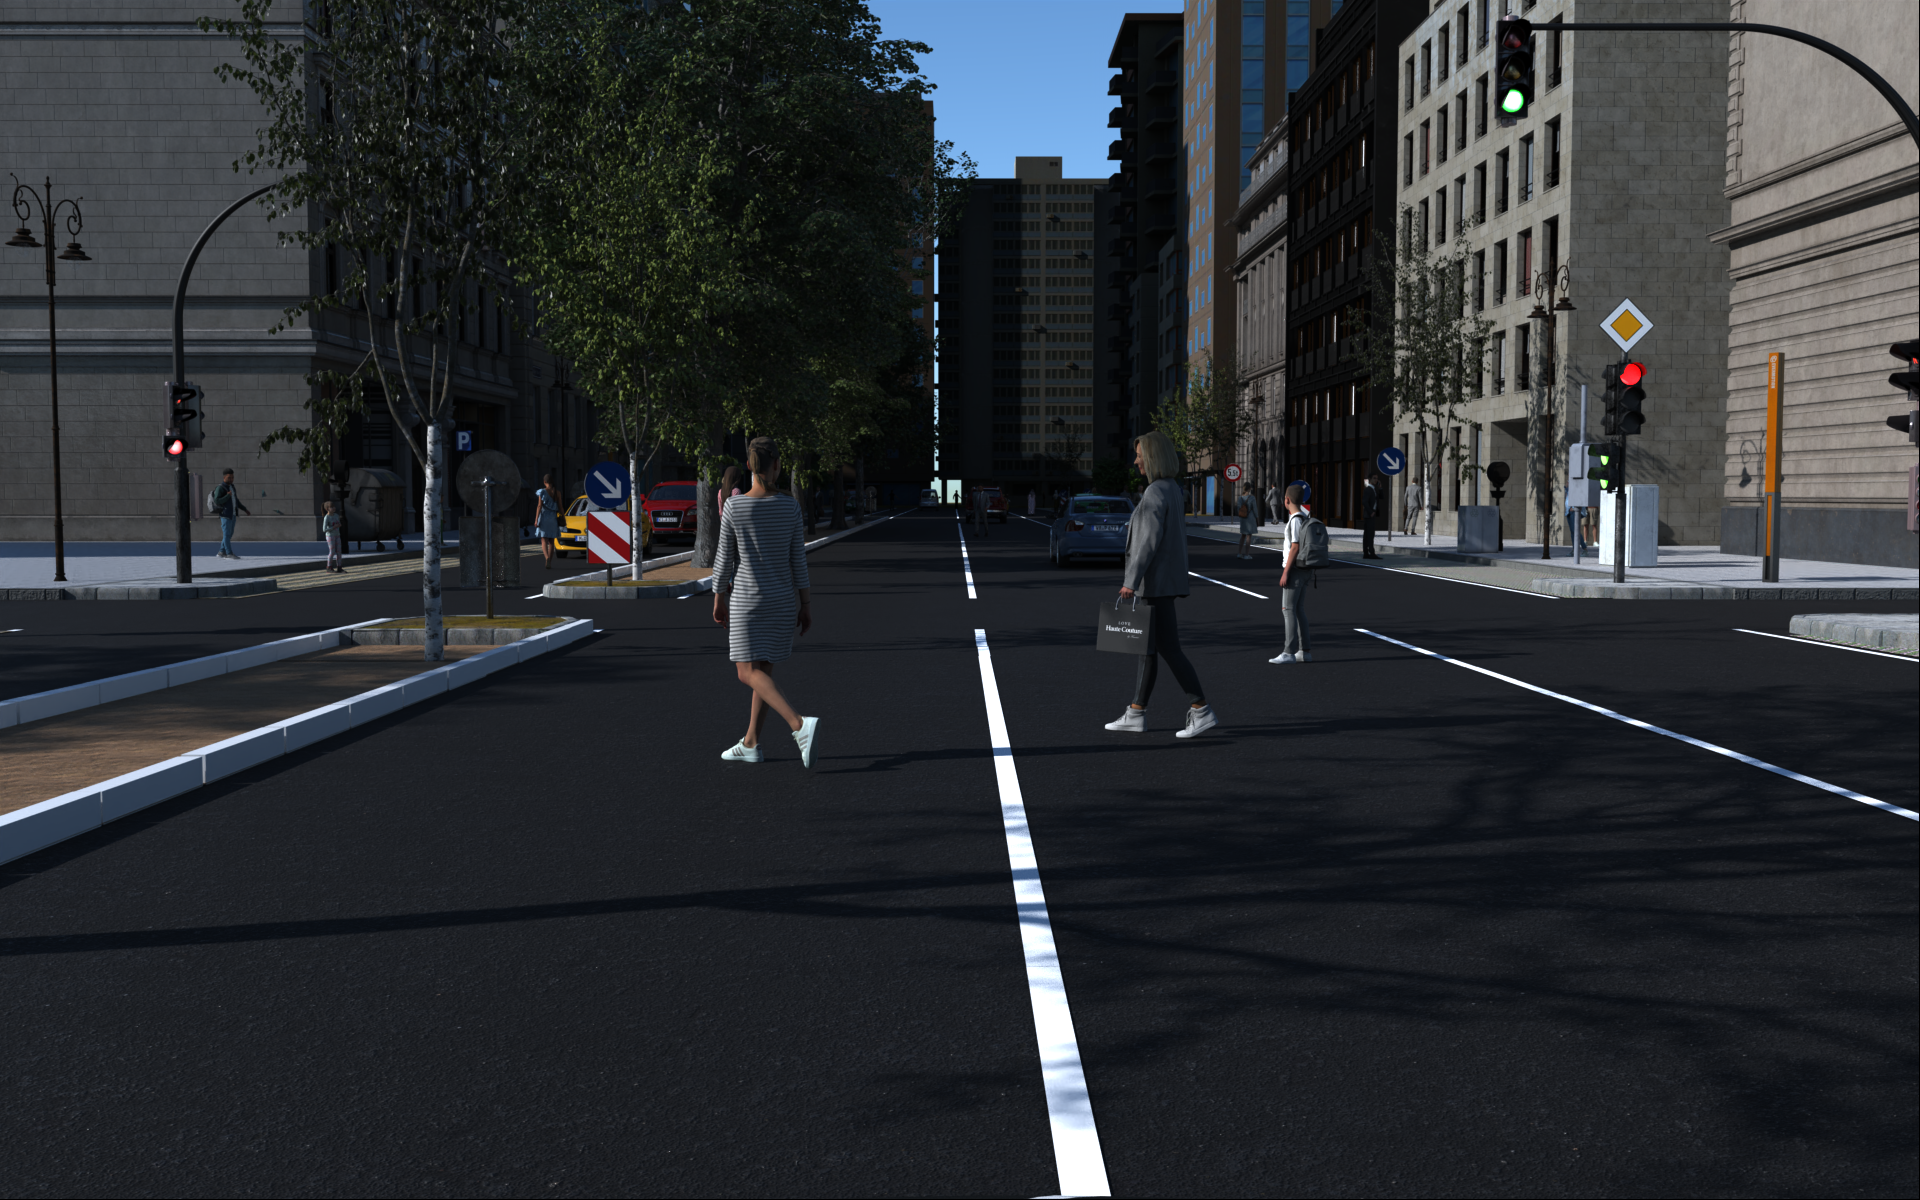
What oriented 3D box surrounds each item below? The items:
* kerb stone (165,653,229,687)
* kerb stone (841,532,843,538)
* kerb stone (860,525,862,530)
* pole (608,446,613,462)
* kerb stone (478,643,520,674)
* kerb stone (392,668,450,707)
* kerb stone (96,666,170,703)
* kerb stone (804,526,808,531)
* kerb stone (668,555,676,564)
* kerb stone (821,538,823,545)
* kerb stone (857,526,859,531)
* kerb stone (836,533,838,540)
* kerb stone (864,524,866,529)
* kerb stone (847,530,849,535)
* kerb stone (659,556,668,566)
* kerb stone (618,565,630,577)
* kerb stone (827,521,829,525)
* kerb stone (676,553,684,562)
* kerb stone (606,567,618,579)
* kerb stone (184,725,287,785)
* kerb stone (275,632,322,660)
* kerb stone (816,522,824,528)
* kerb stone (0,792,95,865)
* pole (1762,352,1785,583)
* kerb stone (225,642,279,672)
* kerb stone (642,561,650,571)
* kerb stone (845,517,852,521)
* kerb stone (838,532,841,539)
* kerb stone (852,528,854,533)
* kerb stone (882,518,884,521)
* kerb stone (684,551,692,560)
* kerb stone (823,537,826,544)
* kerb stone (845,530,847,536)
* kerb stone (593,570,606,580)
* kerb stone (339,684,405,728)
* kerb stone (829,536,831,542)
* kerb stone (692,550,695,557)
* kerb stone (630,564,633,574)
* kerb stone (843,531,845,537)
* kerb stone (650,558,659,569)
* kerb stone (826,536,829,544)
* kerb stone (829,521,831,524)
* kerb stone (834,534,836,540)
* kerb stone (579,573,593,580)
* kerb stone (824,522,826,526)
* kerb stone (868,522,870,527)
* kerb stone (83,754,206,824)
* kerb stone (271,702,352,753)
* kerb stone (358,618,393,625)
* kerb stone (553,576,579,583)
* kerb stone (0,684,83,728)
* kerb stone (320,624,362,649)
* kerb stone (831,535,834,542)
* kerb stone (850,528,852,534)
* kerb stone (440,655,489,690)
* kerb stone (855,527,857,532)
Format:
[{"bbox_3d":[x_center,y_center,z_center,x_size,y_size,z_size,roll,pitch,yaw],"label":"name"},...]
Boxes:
[{"bbox_3d":[-5.887,0.547,13.257,0.120,0.150,1.000,0,4,0],"label":"kerb stone"},{"bbox_3d":[-3.951,-2.054,55.774,0.120,0.150,1.000,0,4,0],"label":"kerb stone"},{"bbox_3d":[-3.997,-2.743,67.048,0.120,0.150,1.000,0,4,0],"label":"kerb stone"},{"bbox_3d":[-12.926,-4.294,64.057,0.158,3.312,0.155,0,3,0],"label":"pole"},{"bbox_3d":[-3.801,0.493,14.151,0.120,0.150,1.000,0,4,0],"label":"kerb stone"},{"bbox_3d":[-3.789,0.618,12.097,0.120,0.150,1.000,0,4,0],"label":"kerb stone"},{"bbox_3d":[-5.887,0.609,12.234,0.120,0.150,1.000,0,4,0],"label":"kerb stone"},{"bbox_3d":[-6.107,-2.930,70.117,0.120,0.150,1.000,0,4,0],"label":"kerb stone"},{"bbox_3d":[-5.969,-0.801,35.284,0.120,0.150,1.000,0,4,0],"label":"kerb stone"},{"bbox_3d":[-3.916,-1.551,47.559,0.120,0.150,1.000,0,4,0],"label":"kerb stone"},{"bbox_3d":[-3.988,-2.618,64.995,0.120,0.150,1.000,0,4,0],"label":"kerb stone"},{"bbox_3d":[-3.943,-1.922,53.718,0.120,0.150,1.000,0,4,0],"label":"kerb stone"},{"bbox_3d":[-4.004,-2.926,70.116,0.120,0.150,1.000,0,4,0],"label":"kerb stone"},{"bbox_3d":[-3.955,-2.241,58.841,0.120,0.150,1.000,0,4,0],"label":"kerb stone"},{"bbox_3d":[-5.971,-0.737,34.250,0.120,0.150,1.000,0,4,0],"label":"kerb stone"},{"bbox_3d":[-5.945,-0.486,30.143,0.120,0.150,1.000,0,4,0],"label":"kerb stone"},{"bbox_3d":[-6.130,-3.432,78.313,0.120,0.150,1.000,0,4,0],"label":"kerb stone"},{"bbox_3d":[-5.984,-0.857,36.306,0.120,0.150,1.000,0,4,0],"label":"kerb stone"},{"bbox_3d":[-5.949,-0.420,29.121,0.120,0.150,1.000,0,4,0],"label":"kerb stone"},{"bbox_3d":[-3.775,0.805,9.026,0.120,0.150,1.000,0,4,0],"label":"kerb stone"},{"bbox_3d":[-5.903,0.421,15.308,0.120,0.150,1.000,0,4,0],"label":"kerb stone"},{"bbox_3d":[-6.128,-3.245,75.243,0.120,0.150,1.000,0,4,0],"label":"kerb stone"},{"bbox_3d":[-3.763,0.931,6.970,0.120,0.150,1.000,0,4,0],"label":"kerb stone"},{"bbox_3d":[11.777,-1.910,25.070,0.158,3.312,0.155,0,3,0],"label":"pole"},{"bbox_3d":[-5.892,0.485,14.286,0.120,0.150,1.000,0,4,0],"label":"kerb stone"},{"bbox_3d":[-5.967,-0.609,32.195,0.120,0.150,1.000,0,4,0],"label":"kerb stone"},{"bbox_3d":[-6.200,-4.557,96.778,0.120,0.150,1.000,0,4,0],"label":"kerb stone"},{"bbox_3d":[-3.945,-1.991,54.744,0.120,0.150,1.000,0,4,0],"label":"kerb stone"},{"bbox_3d":[-3.975,-2.430,61.923,0.120,0.150,1.000,0,4,0],"label":"kerb stone"},{"bbox_3d":[-4.070,-3.994,87.518,0.120,0.150,1.000,0,4,0],"label":"kerb stone"},{"bbox_3d":[-5.979,-0.926,37.338,0.120,0.150,1.000,0,4,0],"label":"kerb stone"},{"bbox_3d":[-3.926,-1.614,48.581,0.120,0.150,1.000,0,4,0],"label":"kerb stone"},{"bbox_3d":[-3.960,-2.179,57.819,0.120,0.150,1.000,0,4,0],"label":"kerb stone"},{"bbox_3d":[-5.941,-0.360,28.083,0.120,0.150,1.000,0,4,0],"label":"kerb stone"},{"bbox_3d":[-3.781,0.680,11.072,0.120,0.150,1.000,0,4,0],"label":"kerb stone"},{"bbox_3d":[-3.929,-1.740,50.643,0.120,0.150,1.000,0,4,0],"label":"kerb stone"},{"bbox_3d":[-5.985,-0.987,38.360,0.120,0.150,1.000,0,4,0],"label":"kerb stone"},{"bbox_3d":[-5.949,-0.549,31.168,0.120,0.150,1.000,0,4,0],"label":"kerb stone"},{"bbox_3d":[-3.958,-2.116,56.797,0.120,0.150,1.000,0,4,0],"label":"kerb stone"},{"bbox_3d":[-5.964,-0.668,33.224,0.120,0.150,1.000,0,4,0],"label":"kerb stone"},{"bbox_3d":[-3.926,-1.677,49.616,0.120,0.150,1.000,0,4,0],"label":"kerb stone"},{"bbox_3d":[-6.142,-3.494,79.335,0.120,0.150,1.000,0,4,0],"label":"kerb stone"},{"bbox_3d":[-3.943,-1.865,52.691,0.120,0.150,1.000,0,4,0],"label":"kerb stone"},{"bbox_3d":[-5.943,-0.297,27.054,0.120,0.150,1.000,0,4,0],"label":"kerb stone"},{"bbox_3d":[-6.128,-3.307,76.268,0.120,0.150,1.000,0,4,0],"label":"kerb stone"},{"bbox_3d":[-4.010,-3.119,73.195,0.120,0.150,1.000,0,4,0],"label":"kerb stone"},{"bbox_3d":[-3.772,0.872,7.992,0.120,0.150,1.000,0,4,0],"label":"kerb stone"},{"bbox_3d":[-3.777,0.743,10.049,0.120,0.150,1.000,0,4,0],"label":"kerb stone"},{"bbox_3d":[-5.901,0.296,17.359,0.120,0.150,1.000,0,4,0],"label":"kerb stone"},{"bbox_3d":[-5.932,-0.234,26.021,0.120,0.150,1.000,0,4,0],"label":"kerb stone"},{"bbox_3d":[-5.878,0.672,11.212,0.120,0.150,1.000,0,4,0],"label":"kerb stone"},{"bbox_3d":[-5.900,0.358,16.337,0.120,0.150,1.000,0,4,0],"label":"kerb stone"},{"bbox_3d":[-3.934,-1.797,51.666,0.120,0.150,1.000,0,4,0],"label":"kerb stone"},{"bbox_3d":[-3.969,-2.365,60.895,0.120,0.150,1.000,0,4,0],"label":"kerb stone"},{"bbox_3d":[-3.785,0.555,13.123,0.120,0.150,1.000,0,4,0],"label":"kerb stone"},{"bbox_3d":[-3.986,-2.549,63.967,0.120,0.150,1.000,0,4,0],"label":"kerb stone"}]
